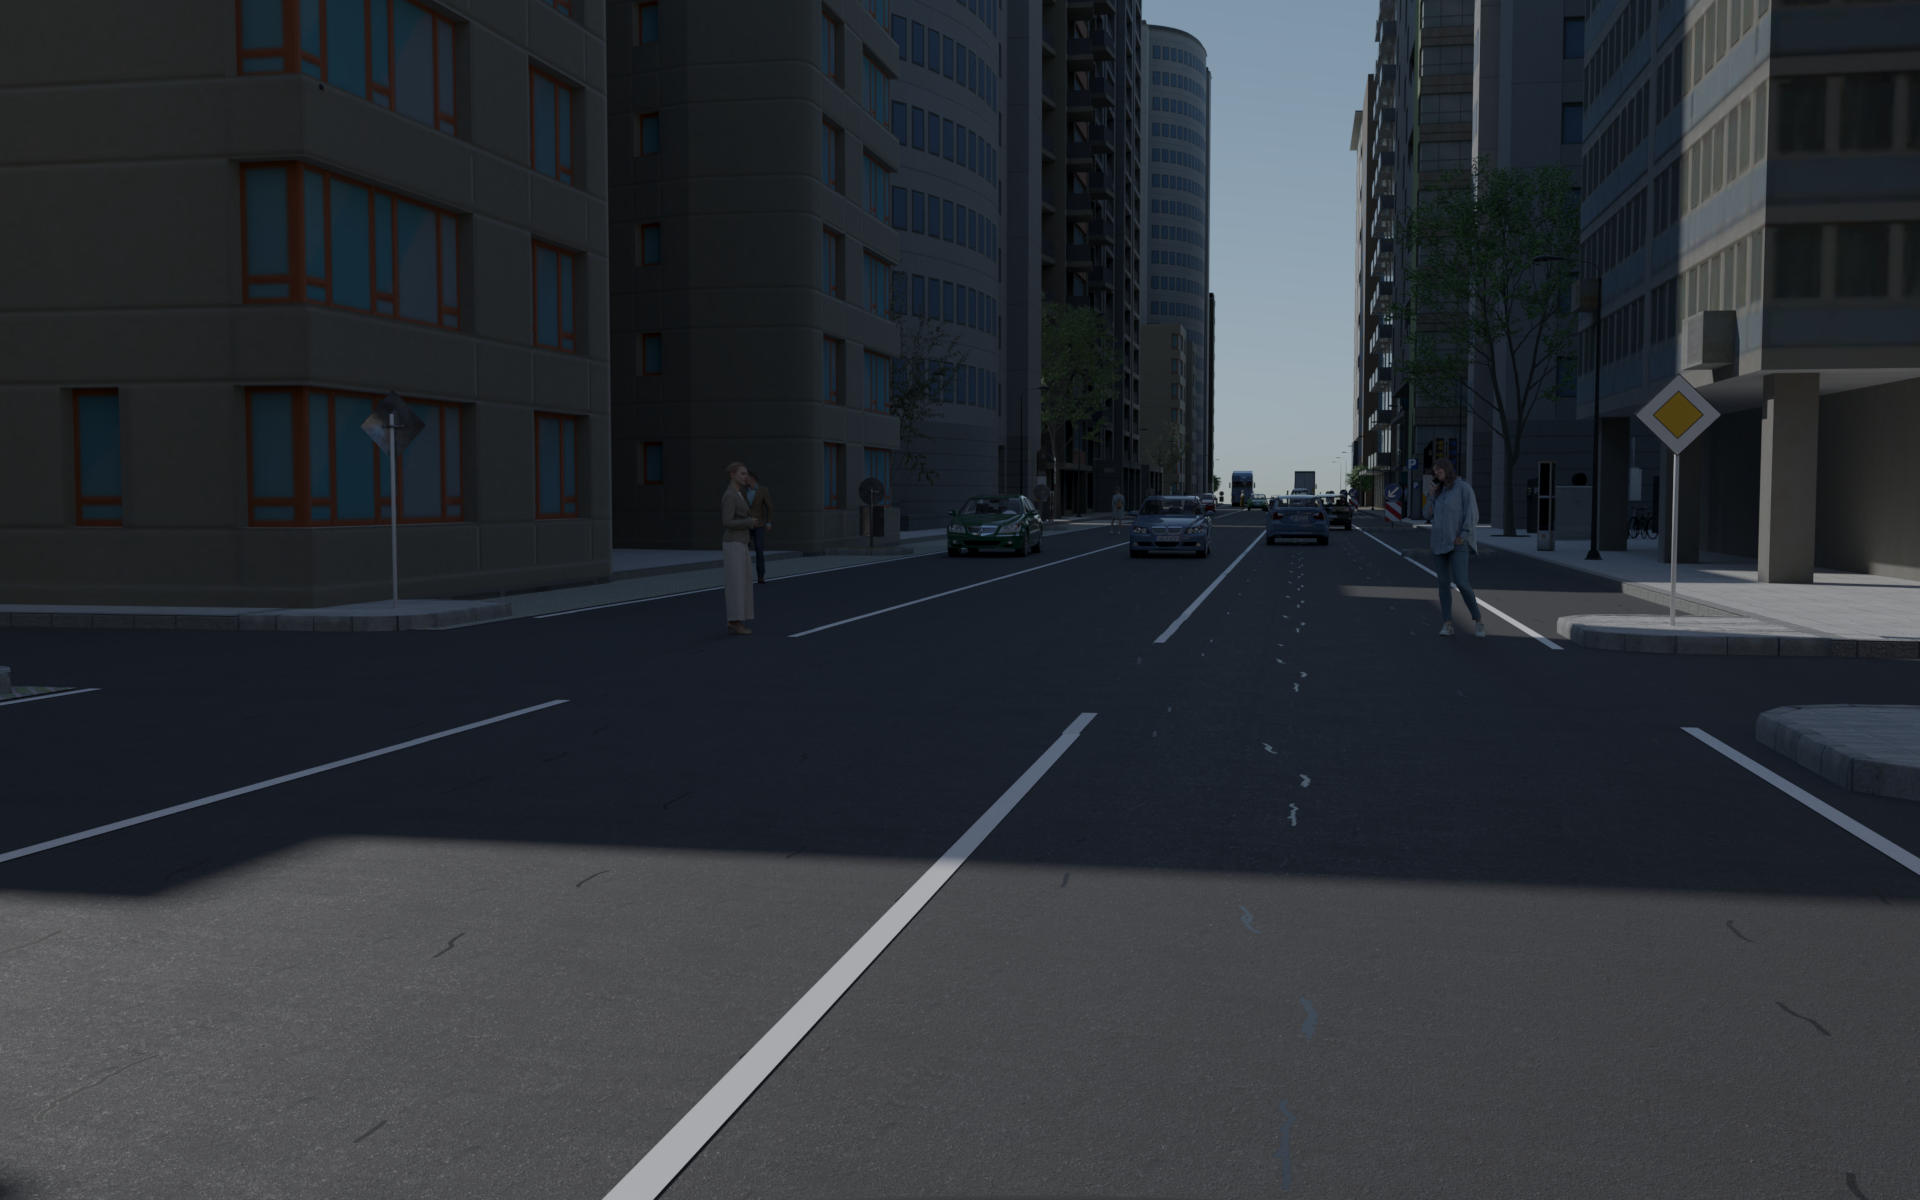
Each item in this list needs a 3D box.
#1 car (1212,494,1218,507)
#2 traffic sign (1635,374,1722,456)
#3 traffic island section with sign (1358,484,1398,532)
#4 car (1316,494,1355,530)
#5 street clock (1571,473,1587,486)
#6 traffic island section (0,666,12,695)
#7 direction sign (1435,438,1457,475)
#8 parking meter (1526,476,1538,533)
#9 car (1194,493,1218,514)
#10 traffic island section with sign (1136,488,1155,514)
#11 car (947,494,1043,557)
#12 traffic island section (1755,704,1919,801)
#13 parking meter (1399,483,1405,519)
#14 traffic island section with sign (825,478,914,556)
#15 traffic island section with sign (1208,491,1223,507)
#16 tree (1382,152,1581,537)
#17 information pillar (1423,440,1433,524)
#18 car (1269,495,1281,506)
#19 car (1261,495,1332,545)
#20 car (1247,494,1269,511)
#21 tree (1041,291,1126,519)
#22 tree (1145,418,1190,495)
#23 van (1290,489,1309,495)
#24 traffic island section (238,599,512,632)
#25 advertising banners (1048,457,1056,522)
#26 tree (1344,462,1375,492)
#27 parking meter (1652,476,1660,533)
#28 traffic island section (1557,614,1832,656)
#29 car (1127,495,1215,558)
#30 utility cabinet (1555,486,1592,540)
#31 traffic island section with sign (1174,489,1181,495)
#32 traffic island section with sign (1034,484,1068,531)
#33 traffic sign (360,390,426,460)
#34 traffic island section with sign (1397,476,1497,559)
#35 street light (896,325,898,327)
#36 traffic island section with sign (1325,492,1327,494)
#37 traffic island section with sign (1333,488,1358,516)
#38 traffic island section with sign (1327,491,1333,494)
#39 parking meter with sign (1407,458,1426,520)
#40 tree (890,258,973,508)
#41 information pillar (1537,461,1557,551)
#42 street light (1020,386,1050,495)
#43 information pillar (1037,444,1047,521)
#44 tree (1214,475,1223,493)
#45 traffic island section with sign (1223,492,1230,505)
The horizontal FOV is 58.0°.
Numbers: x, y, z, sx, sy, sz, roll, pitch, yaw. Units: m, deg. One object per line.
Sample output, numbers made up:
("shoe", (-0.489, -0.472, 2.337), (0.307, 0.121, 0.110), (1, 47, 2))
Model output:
("car", (27.181, -10.818, 188.882), (2.014, 1.417, 4.499), (1, 4, 11))
("traffic sign", (6.970, -0.894, 16.815), (0.795, 2.593, 0.064), (1, 4, 11))
("traffic island section with sign", (16.319, -3.501, 65.874), (1.989, 1.847, 2.006), (1, 4, 11))
("car", (14.914, -3.673, 69.846), (2.009, 1.686, 4.222), (1, 4, 11))
("street clock", (21.157, -3.342, 59.215), (0.471, 2.002, 0.358), (-1, 4, -18))
("traffic island section", (-7.932, 0.648, 11.688), (2.009, 0.180, 2.903), (1, 4, 11))
("direction sign", (19.666, -4.781, 70.162), (0.876, 3.537, 0.379), (0, 4, 1))
("parking meter", (18.747, -3.114, 56.618), (0.399, 1.863, 0.255), (-1, 4, -19))
("car", (17.578, -7.111, 125.298), (2.155, 1.783, 4.494), (1, 4, 10))
("traffic island section with sign", (12.951, -6.671, 117.705), (1.989, 1.847, 2.006), (1, 4, 11))
("car", (0.875, -1.792, 41.091), (2.131, 1.459, 4.920), (1, 4, 9))
("traffic island section", (5.452, 0.809, 9.058), (2.009, 0.180, 2.903), (1, 4, 11))
("parking meter", (22.714, -5.097, 89.041), (0.255, 1.863, 0.399), (2, 4, 24))
("traffic island section with sign", (-2.164, -1.977, 40.944), (1.989, 1.847, 2.006), (1, 4, 11))
("traffic island section with sign", (28.680, -11.559, 197.619), (1.989, 1.847, 2.006), (1, 4, 11))
("tree", (16.611, -7.716, 51.908), (9.928, 11.665, 9.643), (0, 3, 0))
("information pillar", (20.164, -5.093, 74.629), (0.504, 3.616, 0.183), (-2, 4, -31))
("car", (39.322, -12.406, 215.423), (1.945, 1.354, 3.894), (1, 4, 11))
("car", (9.720, -2.325, 50.012), (2.014, 1.417, 4.499), (1, 4, 10))
("car", (26.028, -8.719, 151.351), (1.959, 1.807, 4.718), (1, 4, 9))
("tree", (4.878, -9.961, 88.619), (9.928, 11.665, 9.643), (0, 3, 0))
("tree", (20.317, -13.335, 168.393), (4.360, 8.622, 3.978), (0, 3, 0))
("van", (27.316, -8.094, 139.341), (2.013, 2.044, 4.112), (1, 4, 9))
("traffic island section", (-6.389, 0.169, 19.523), (2.009, 0.180, 2.903), (1, 4, 11))
("advertising banners", (4.338, -5.207, 81.318), (0.090, 3.025, 2.074), (1, 4, 12))
("tree", (40.138, -11.572, 172.918), (4.285, 4.588, 4.351), (0, 3, 0))
("parking meter", (22.818, -3.117, 56.673), (0.255, 1.863, 0.399), (2, 4, 30))
("traffic island section", (6.995, 0.330, 16.893), (2.009, 0.180, 2.903), (1, 4, 11))
("car", (4.956, -1.743, 40.496), (2.014, 1.417, 4.499), (1, 4, 10))
("utility cabinet", (16.903, -2.394, 47.819), (1.173, 1.500, 0.318), (0, 4, -6))
("traffic island section with sign", (18.148, -8.289, 144.156), (1.989, 1.847, 2.006), (1, 4, 11))
("traffic island section with sign", (3.210, -3.643, 68.186), (1.989, 1.847, 2.006), (1, 4, 11))
("traffic sign", (-6.365, -1.056, 19.451), (0.795, 2.593, 0.064), (1, 4, 11))
("traffic island section with sign", (11.104, -1.884, 39.426), (1.989, 1.847, 2.006), (1, 4, 11))
("street light", (-2.378, -4.572, 47.295), (1.470, 5.913, 1.316), (1, 4, 11))
("traffic island section with sign", (41.815, -11.425, 195.422), (1.989, 1.847, 2.006), (1, 4, 11))
("traffic island section with sign", (26.011, -6.514, 115.134), (1.989, 1.847, 2.006), (1, 4, 11))
("traffic island section with sign", (31.228, -8.132, 141.581), (1.989, 1.847, 2.006), (1, 4, 11))
("parking meter with sign", (22.533, -5.425, 84.953), (0.543, 3.016, 1.738), (3, 5, 40))
("tree", (-2.041, -6.257, 52.670), (4.360, 8.622, 3.978), (0, 3, 0))
("information pillar", (13.216, -2.111, 39.002), (0.304, 2.012, 0.304), (3, 5, 41))
("street light", (3.190, -6.266, 74.986), (1.470, 5.913, 1.316), (1, 4, 11))
("information pillar", (3.826, -5.490, 81.116), (0.504, 3.616, 0.183), (-2, 4, -25))
("tree", (36.296, -16.274, 249.797), (4.285, 4.588, 4.351), (0, 3, 0))
("traffic island section with sign", (34.025, -13.221, 224.788), (1.989, 1.847, 2.006), (1, 4, 11))
